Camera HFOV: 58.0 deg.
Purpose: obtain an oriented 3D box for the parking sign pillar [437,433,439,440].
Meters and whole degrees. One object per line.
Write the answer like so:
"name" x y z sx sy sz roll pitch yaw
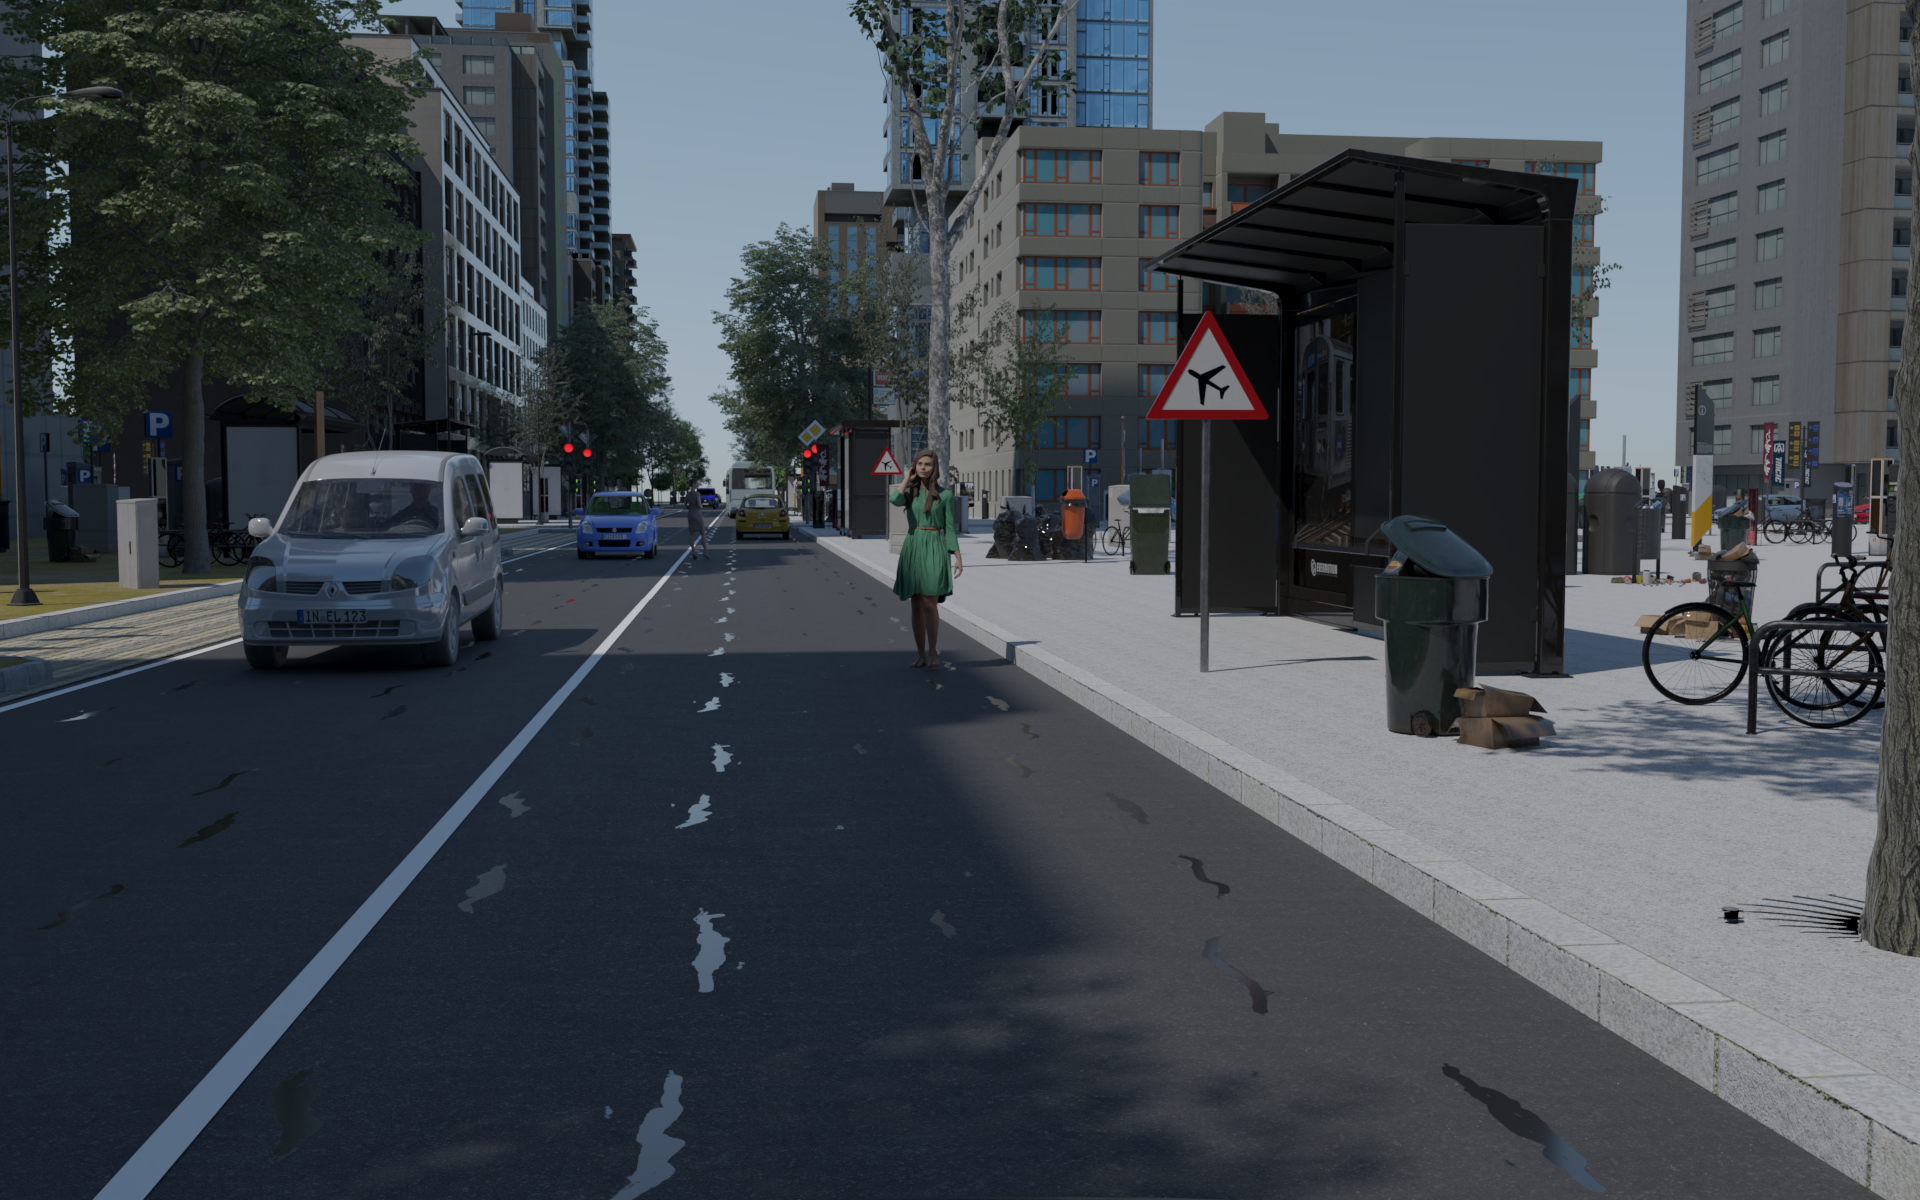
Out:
"parking sign pillar" -22.047 -5.101 71.867 1.447 3.967 1.447 2 4 26

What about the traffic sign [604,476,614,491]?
"traffic sign" -24.357 -7.337 120.063 0.768 2.556 0.104 0 4 -4

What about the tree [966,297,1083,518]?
"tree" 2.474 -6.948 63.964 4.737 8.622 4.395 0 3 0

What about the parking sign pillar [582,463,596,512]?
"parking sign pillar" -24.952 -7.892 117.504 1.447 3.967 1.447 -1 4 -21

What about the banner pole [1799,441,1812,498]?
"banner pole" 39.612 -5.579 81.230 0.401 3.779 0.863 -1 4 -18

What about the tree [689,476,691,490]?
"tree" -40.031 -16.054 246.187 4.285 4.588 4.351 0 3 0

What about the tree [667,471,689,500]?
"tree" -37.047 -14.160 215.234 4.285 4.588 4.351 0 3 0

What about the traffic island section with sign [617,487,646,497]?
"traffic island section with sign" -18.404 -5.269 94.778 1.989 1.847 2.006 0 4 -7

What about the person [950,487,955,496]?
"person" -0.436 -3.865 71.868 0.537 1.800 0.526 0 4 -2

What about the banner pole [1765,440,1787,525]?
"banner pole" 33.389 -4.955 71.034 0.863 3.779 0.401 2 4 24

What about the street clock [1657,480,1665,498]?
"street clock" 34.962 -5.004 86.390 0.358 2.002 0.471 0 4 1

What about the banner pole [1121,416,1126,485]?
"banner pole" 5.279 -4.031 55.919 0.401 3.779 0.863 1 4 12

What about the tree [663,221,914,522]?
"tree" -7.010 -10.641 80.639 9.857 13.997 8.962 0 3 0

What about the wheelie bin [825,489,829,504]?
"wheelie bin" -7.868 -5.882 104.083 0.693 1.594 0.980 -1 4 -10

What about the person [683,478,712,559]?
"person" -5.800 -1.799 38.256 0.599 1.781 0.374 2 4 34

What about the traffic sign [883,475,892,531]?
"traffic sign" -2.599 -3.603 59.012 0.768 2.556 0.104 0 4 -4

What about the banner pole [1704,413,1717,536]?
"banner pole" 23.120 -3.891 53.628 0.401 3.779 0.863 -1 4 -15

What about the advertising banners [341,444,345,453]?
"advertising banners" -21.815 -3.954 60.828 0.090 3.025 2.074 -2 4 -30

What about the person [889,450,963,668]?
"person" -0.272 -0.335 14.222 0.600 1.795 0.529 0 4 1

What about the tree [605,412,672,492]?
"tree" -30.617 -13.957 162.605 7.601 10.594 8.767 -3 4 -38

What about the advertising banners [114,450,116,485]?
"advertising banners" -34.165 -4.520 70.089 0.090 3.025 2.074 -2 4 -25

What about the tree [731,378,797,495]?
"tree" -18.914 -16.433 179.056 12.009 13.543 11.850 0 3 0

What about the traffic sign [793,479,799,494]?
"traffic sign" -10.768 -7.005 115.714 0.795 2.450 0.064 0 4 -5

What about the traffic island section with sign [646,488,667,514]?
"traffic island section with sign" -21.853 -6.919 121.754 1.989 1.847 2.006 0 4 -7

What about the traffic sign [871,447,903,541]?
"traffic sign" -2.002 -2.902 47.450 0.884 2.594 0.081 0 4 -3

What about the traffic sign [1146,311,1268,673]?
"traffic sign" 1.759 -0.758 12.395 0.884 2.594 0.081 0 4 -6

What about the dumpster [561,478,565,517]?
"dumpster" -22.714 -5.783 97.050 1.502 2.255 1.985 0 4 -7

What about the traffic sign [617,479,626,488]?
"traffic sign" -23.085 -7.092 118.089 0.606 2.300 0.079 0 4 2

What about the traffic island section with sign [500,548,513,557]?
"traffic island section with sign" -11.373 -1.911 39.874 1.989 1.847 2.006 0 4 -7

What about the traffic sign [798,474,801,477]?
"traffic sign" -9.317 -6.332 103.633 0.768 2.556 0.104 0 4 1

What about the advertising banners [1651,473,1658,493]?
"advertising banners" 57.790 -8.998 143.304 2.074 3.025 0.090 -2 4 -31

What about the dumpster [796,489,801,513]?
"dumpster" -10.622 -6.926 118.997 1.264 1.857 1.865 0 4 -7

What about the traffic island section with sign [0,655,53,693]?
"traffic island section with sign" -7.888 -0.247 12.661 1.989 1.847 2.006 0 4 -7

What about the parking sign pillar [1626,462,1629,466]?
"parking sign pillar" 56.018 -9.643 146.136 1.447 3.967 1.447 2 4 34

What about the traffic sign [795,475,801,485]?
"traffic sign" -9.076 -6.119 100.056 0.884 2.594 0.081 0 4 -3

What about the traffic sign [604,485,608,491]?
"traffic sign" -25.000 -7.517 123.015 0.768 2.556 0.104 0 4 2

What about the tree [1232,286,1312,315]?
"tree" 8.998 -6.006 48.552 4.360 8.622 3.978 0 3 0

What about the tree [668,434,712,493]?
"tree" -47.679 -23.556 302.155 9.611 12.733 9.660 0 3 0

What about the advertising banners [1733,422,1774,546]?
"advertising banners" 19.657 -2.858 42.919 0.090 3.025 2.074 0 4 1

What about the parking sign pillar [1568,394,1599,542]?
"parking sign pillar" 16.112 -3.556 46.613 1.447 3.967 1.447 -3 4 -37

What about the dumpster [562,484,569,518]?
"dumpster" -21.702 -5.369 93.538 1.264 1.857 1.865 0 4 -7

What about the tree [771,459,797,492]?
"tree" -17.173 -11.251 167.667 4.285 4.588 4.351 0 3 0

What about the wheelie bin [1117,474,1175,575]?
"wheelie bin" 2.991 -1.206 27.623 0.980 1.594 0.693 0 4 2

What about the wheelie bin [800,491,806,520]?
"wheelie bin" -7.221 -4.583 82.846 0.980 1.594 0.693 -2 4 -35

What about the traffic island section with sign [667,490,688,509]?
"traffic island section with sign" -28.093 -9.898 170.463 1.989 1.847 2.006 0 4 -7

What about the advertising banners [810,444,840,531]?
"advertising banners" -4.556 -4.182 64.563 2.074 3.025 0.090 -1 4 -14

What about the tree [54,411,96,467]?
"tree" -30.623 -4.537 57.886 4.285 4.588 4.351 0 3 0

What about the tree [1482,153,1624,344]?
"tree" 11.874 -5.313 37.231 4.360 8.622 3.978 0 3 0

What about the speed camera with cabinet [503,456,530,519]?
"speed camera with cabinet" -22.665 -5.737 88.144 2.038 3.252 0.660 3 5 43
